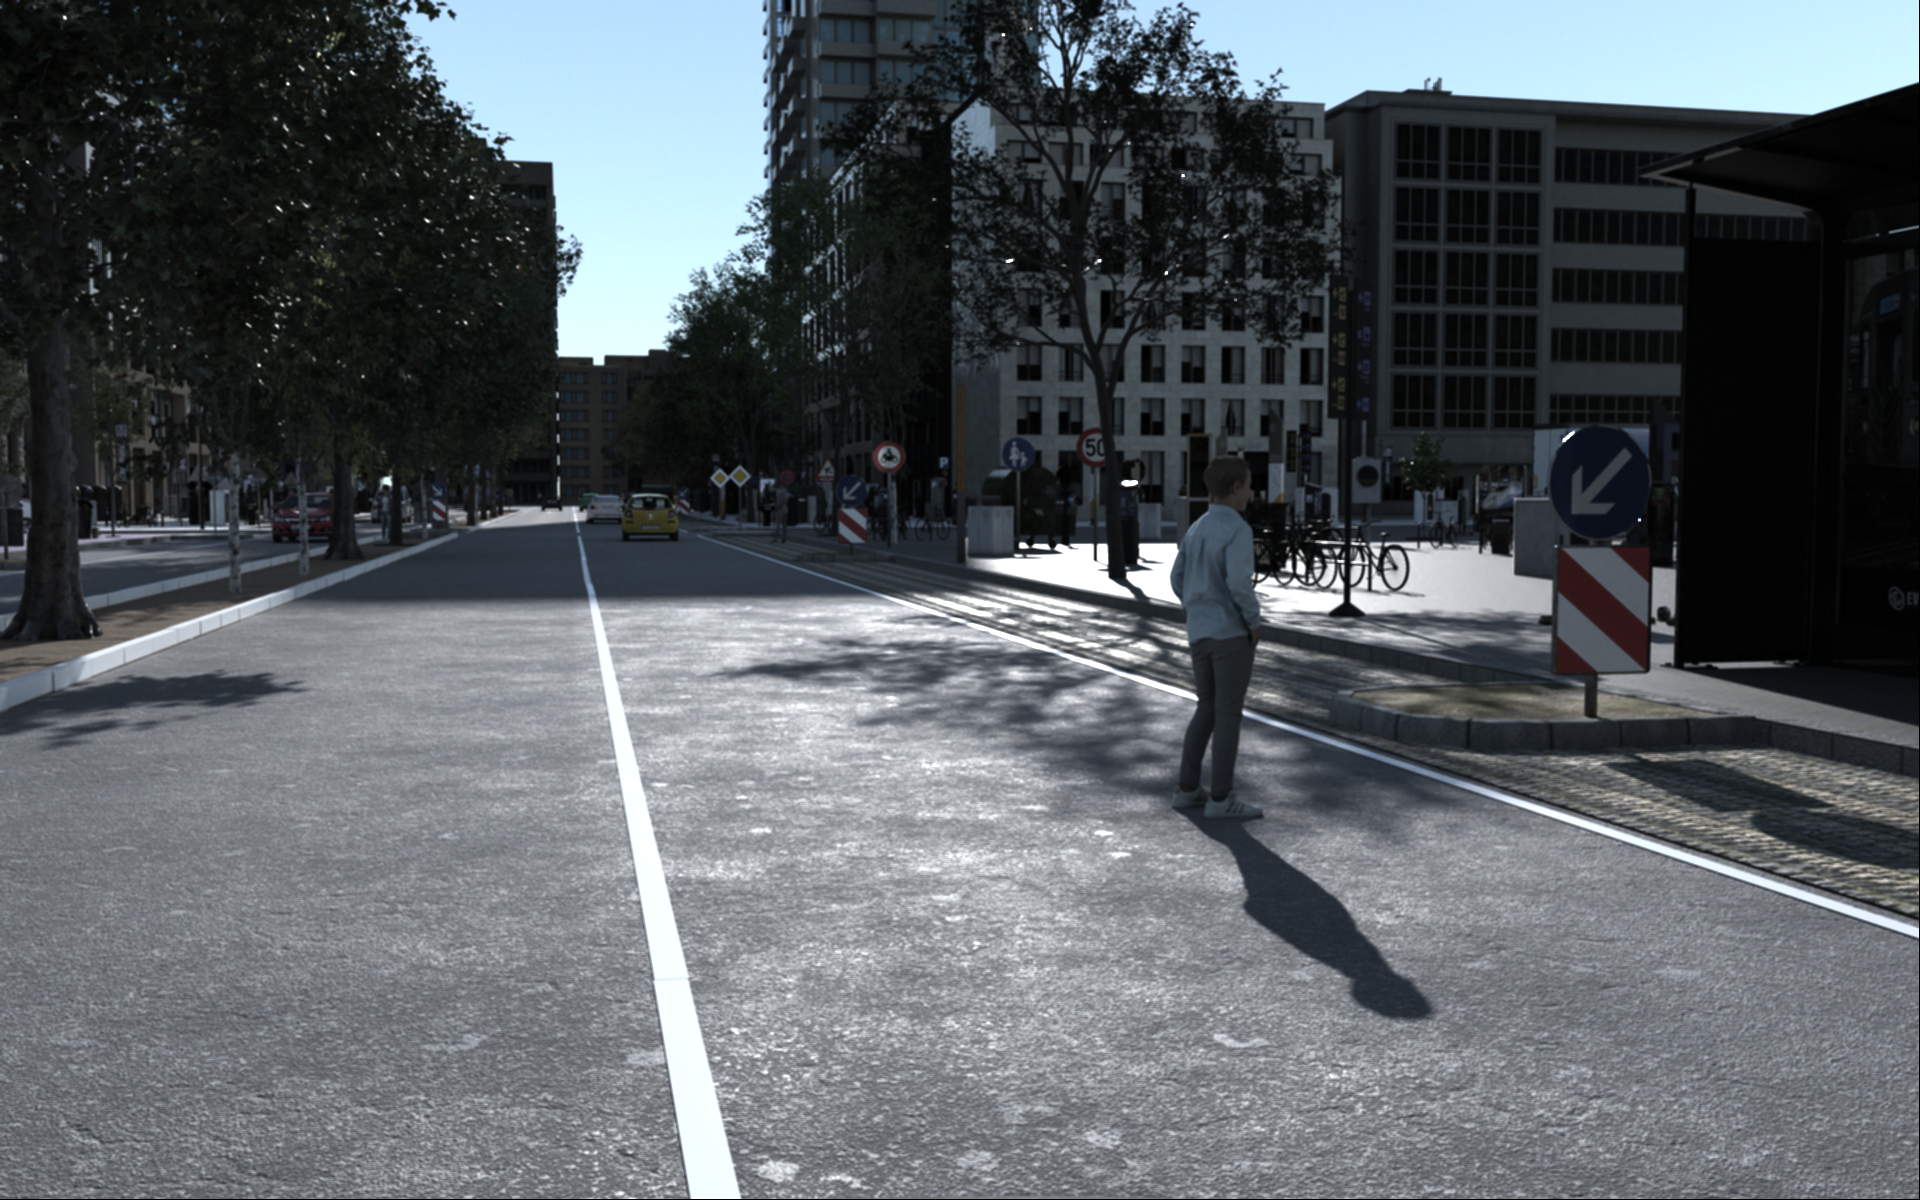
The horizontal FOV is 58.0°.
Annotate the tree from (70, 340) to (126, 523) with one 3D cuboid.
[{"bbox_3d":[-36.971,-7.643,75.326,4.737,8.622,4.395,0,3,0],"label":"tree"}]

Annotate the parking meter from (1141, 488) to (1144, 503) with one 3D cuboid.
[{"bbox_3d":[7.265,-3.771,70.073,0.372,1.533,0.369,0,3,0],"label":"parking meter"}]

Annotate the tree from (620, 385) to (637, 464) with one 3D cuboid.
[{"bbox_3d":[-9.435,-9.277,77.434,9.928,11.665,9.643,0,3,0],"label":"tree"}]

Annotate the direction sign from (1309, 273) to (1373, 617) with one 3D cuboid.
[{"bbox_3d":[4.088,-1.602,18.195,0.379,3.537,0.876,3,5,41],"label":"direction sign"}]

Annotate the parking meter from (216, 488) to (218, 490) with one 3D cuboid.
[{"bbox_3d":[-31.676,-4.027,74.257,0.372,1.533,0.369,0,3,0],"label":"parking meter"}]

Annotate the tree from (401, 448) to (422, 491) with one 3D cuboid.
[{"bbox_3d":[-45.299,-11.561,139.384,4.360,8.622,3.978,0,3,0],"label":"tree"}]

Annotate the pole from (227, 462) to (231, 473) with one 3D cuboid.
[{"bbox_3d":[-30.634,-4.822,72.678,0.158,3.312,0.155,0,3,0],"label":"pole"}]

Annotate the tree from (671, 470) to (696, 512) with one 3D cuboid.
[{"bbox_3d":[-19.325,-7.803,122.186,1.663,3.219,1.824,0,3,0],"label":"tree"}]

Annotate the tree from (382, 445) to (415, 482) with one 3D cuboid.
[{"bbox_3d":[-42.642,-12.648,124.927,7.486,12.596,7.792,0,3,0],"label":"tree"}]

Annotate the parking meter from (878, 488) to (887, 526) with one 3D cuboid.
[{"bbox_3d":[-3.147,-3.799,70.530,0.372,1.533,0.369,0,3,0],"label":"parking meter"}]

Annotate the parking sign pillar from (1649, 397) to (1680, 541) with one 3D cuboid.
[{"bbox_3d":[19.827,-3.658,48.286,1.447,3.967,1.447,-2,4,-26],"label":"parking sign pillar"}]

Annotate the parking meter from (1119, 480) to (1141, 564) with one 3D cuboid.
[{"bbox_3d":[3.081,-1.430,31.793,0.372,1.533,0.369,0,3,0],"label":"parking meter"}]

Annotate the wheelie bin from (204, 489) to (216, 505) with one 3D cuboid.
[{"bbox_3d":[-43.196,-5.626,99.899,0.980,1.594,0.693,-2,4,-32],"label":"wheelie bin"}]

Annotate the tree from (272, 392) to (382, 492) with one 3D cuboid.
[{"bbox_3d":[-34.950,-10.623,91.819,7.486,12.596,7.792,0,3,0],"label":"tree"}]

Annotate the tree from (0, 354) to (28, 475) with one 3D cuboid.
[{"bbox_3d":[-23.781,-5.523,40.670,4.737,8.622,4.395,0,3,0],"label":"tree"}]

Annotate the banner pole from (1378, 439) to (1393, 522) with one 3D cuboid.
[{"bbox_3d":[19.366,-5.442,78.997,0.863,3.779,0.401,-1,4,-19],"label":"banner pole"}]

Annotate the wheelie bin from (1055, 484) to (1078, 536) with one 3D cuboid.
[{"bbox_3d":[3.221,-2.803,53.744,0.980,1.594,0.693,3,5,40],"label":"wheelie bin"}]

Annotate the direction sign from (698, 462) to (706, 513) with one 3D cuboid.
[{"bbox_3d":[-17.642,-7.729,118.372,0.876,3.537,0.379,3,5,45],"label":"direction sign"}]

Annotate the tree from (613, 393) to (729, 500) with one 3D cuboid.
[{"bbox_3d":[-20.501,-11.892,128.840,7.601,10.594,8.767,0,4,7],"label":"tree"}]

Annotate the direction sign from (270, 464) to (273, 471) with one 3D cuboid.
[{"bbox_3d":[-44.843,-7.345,112.089,0.876,3.537,0.379,1,4,8],"label":"direction sign"}]

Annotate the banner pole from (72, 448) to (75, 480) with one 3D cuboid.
[{"bbox_3d":[-42.865,-5.693,83.095,0.401,3.779,0.863,3,4,37],"label":"banner pole"}]

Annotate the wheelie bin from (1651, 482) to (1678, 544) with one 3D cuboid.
[{"bbox_3d":[17.812,-2.207,43.996,0.980,1.594,0.693,-1,4,-21],"label":"wheelie bin"}]

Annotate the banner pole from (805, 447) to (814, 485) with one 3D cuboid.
[{"bbox_3d":[-8.066,-6.270,92.524,0.401,3.779,0.863,-3,5,-41],"label":"banner pole"}]

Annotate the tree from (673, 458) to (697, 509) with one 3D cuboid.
[{"bbox_3d":[-24.246,-12.146,148.941,4.737,8.622,4.395,0,3,0],"label":"tree"}]

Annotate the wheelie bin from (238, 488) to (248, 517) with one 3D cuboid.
[{"bbox_3d":[-40.643,-5.537,98.438,0.693,1.594,0.980,-1,4,-21],"label":"wheelie bin"}]

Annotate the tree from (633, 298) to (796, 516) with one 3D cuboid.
[{"bbox_3d":[-14.277,-11.261,101.124,9.611,12.733,9.660,0,3,0],"label":"tree"}]

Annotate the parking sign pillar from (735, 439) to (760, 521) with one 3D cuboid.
[{"bbox_3d":[-10.181,-5.836,83.898,1.447,3.967,1.447,-2,4,-34],"label":"parking sign pillar"}]

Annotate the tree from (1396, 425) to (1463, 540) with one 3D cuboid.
[{"bbox_3d":[13.035,-3.319,48.872,1.663,3.219,1.824,0,3,0],"label":"tree"}]

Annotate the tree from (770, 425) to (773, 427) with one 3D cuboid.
[{"bbox_3d":[-10.890,-10.176,116.742,4.360,8.622,3.978,0,3,0],"label":"tree"}]

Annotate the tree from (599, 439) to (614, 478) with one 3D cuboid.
[{"bbox_3d":[-40.146,-17.143,214.699,8.767,10.594,7.601,-2,4,-30],"label":"tree"}]

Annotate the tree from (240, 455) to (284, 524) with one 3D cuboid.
[{"bbox_3d":[-30.197,-4.935,75.292,1.663,3.219,1.824,0,3,0],"label":"tree"}]

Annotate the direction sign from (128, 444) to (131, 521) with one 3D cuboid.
[{"bbox_3d":[-37.801,-5.309,78.795,0.379,3.537,0.876,-2,4,-30],"label":"direction sign"}]

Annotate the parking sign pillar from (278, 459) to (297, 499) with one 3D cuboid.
[{"bbox_3d":[-38.259,-6.759,98.973,1.447,3.967,1.447,-2,4,-32],"label":"parking sign pillar"}]

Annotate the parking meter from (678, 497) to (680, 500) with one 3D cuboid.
[{"bbox_3d":[-21.343,-7.562,132.045,0.372,1.533,0.369,0,3,0],"label":"parking meter"}]

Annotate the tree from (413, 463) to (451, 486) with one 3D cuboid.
[{"bbox_3d":[-56.287,-12.361,185.820,4.285,4.588,4.351,0,3,0],"label":"tree"}]

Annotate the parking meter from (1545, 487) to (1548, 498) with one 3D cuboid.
[{"bbox_3d":[15.214,-2.209,44.534,0.372,1.533,0.369,0,3,0],"label":"parking meter"}]

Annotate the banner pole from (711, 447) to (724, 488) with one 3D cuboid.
[{"bbox_3d":[-12.774,-6.226,91.818,0.863,3.779,0.401,0,4,1],"label":"banner pole"}]

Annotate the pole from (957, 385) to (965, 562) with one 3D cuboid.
[{"bbox_3d":[0.022,-2.367,32.538,0.158,3.312,0.155,0,3,0],"label":"pole"}]

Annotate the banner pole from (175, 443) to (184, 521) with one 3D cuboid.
[{"bbox_3d":[-37.543,-5.705,83.294,0.401,3.779,0.863,-1,4,-11],"label":"banner pole"}]

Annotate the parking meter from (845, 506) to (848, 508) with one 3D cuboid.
[{"bbox_3d":[-5.926,-4.933,89.059,0.372,1.533,0.369,0,3,0],"label":"parking meter"}]

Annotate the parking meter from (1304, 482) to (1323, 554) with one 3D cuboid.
[{"bbox_3d":[7.531,-1.743,36.915,0.372,1.533,0.369,0,3,0],"label":"parking meter"}]

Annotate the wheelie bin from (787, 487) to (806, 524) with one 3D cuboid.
[{"bbox_3d":[-7.143,-4.107,75.056,0.693,1.594,0.980,2,4,28],"label":"wheelie bin"}]

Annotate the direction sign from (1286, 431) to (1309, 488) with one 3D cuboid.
[{"bbox_3d":[12.075,-4.269,61.790,0.876,3.537,0.379,0,4,2],"label":"direction sign"}]

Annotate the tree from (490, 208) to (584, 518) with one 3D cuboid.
[{"bbox_3d":[-29.590,-15.066,104.673,12.611,20.169,13.585,0,3,0],"label":"tree"}]

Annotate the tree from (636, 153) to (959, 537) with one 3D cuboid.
[{"bbox_3d":[-3.598,-7.739,52.287,9.928,11.665,9.643,0,3,0],"label":"tree"}]

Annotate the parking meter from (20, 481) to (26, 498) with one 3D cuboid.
[{"bbox_3d":[-41.372,-4.316,76.284,0.399,1.863,0.255,1,4,18],"label":"parking meter"}]

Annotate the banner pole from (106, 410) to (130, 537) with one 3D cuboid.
[{"bbox_3d":[-25.178,-3.778,51.795,0.401,3.779,0.863,2,4,24],"label":"banner pole"}]

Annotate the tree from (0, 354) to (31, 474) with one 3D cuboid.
[{"bbox_3d":[-34.895,-6.842,62.223,4.360,8.622,3.978,0,3,0],"label":"tree"}]

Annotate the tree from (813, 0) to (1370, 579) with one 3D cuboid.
[{"bbox_3d":[2.295,-5.626,26.406,8.767,10.594,7.601,-1,4,-21],"label":"tree"}]

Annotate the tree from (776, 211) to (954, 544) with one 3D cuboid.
[{"bbox_3d":[-1.902,-5.742,44.250,4.360,8.622,3.978,0,3,0],"label":"tree"}]

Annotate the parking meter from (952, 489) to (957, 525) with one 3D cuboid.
[{"bbox_3d":[-0.150,-3.827,70.990,0.372,1.533,0.369,0,3,0],"label":"parking meter"}]
